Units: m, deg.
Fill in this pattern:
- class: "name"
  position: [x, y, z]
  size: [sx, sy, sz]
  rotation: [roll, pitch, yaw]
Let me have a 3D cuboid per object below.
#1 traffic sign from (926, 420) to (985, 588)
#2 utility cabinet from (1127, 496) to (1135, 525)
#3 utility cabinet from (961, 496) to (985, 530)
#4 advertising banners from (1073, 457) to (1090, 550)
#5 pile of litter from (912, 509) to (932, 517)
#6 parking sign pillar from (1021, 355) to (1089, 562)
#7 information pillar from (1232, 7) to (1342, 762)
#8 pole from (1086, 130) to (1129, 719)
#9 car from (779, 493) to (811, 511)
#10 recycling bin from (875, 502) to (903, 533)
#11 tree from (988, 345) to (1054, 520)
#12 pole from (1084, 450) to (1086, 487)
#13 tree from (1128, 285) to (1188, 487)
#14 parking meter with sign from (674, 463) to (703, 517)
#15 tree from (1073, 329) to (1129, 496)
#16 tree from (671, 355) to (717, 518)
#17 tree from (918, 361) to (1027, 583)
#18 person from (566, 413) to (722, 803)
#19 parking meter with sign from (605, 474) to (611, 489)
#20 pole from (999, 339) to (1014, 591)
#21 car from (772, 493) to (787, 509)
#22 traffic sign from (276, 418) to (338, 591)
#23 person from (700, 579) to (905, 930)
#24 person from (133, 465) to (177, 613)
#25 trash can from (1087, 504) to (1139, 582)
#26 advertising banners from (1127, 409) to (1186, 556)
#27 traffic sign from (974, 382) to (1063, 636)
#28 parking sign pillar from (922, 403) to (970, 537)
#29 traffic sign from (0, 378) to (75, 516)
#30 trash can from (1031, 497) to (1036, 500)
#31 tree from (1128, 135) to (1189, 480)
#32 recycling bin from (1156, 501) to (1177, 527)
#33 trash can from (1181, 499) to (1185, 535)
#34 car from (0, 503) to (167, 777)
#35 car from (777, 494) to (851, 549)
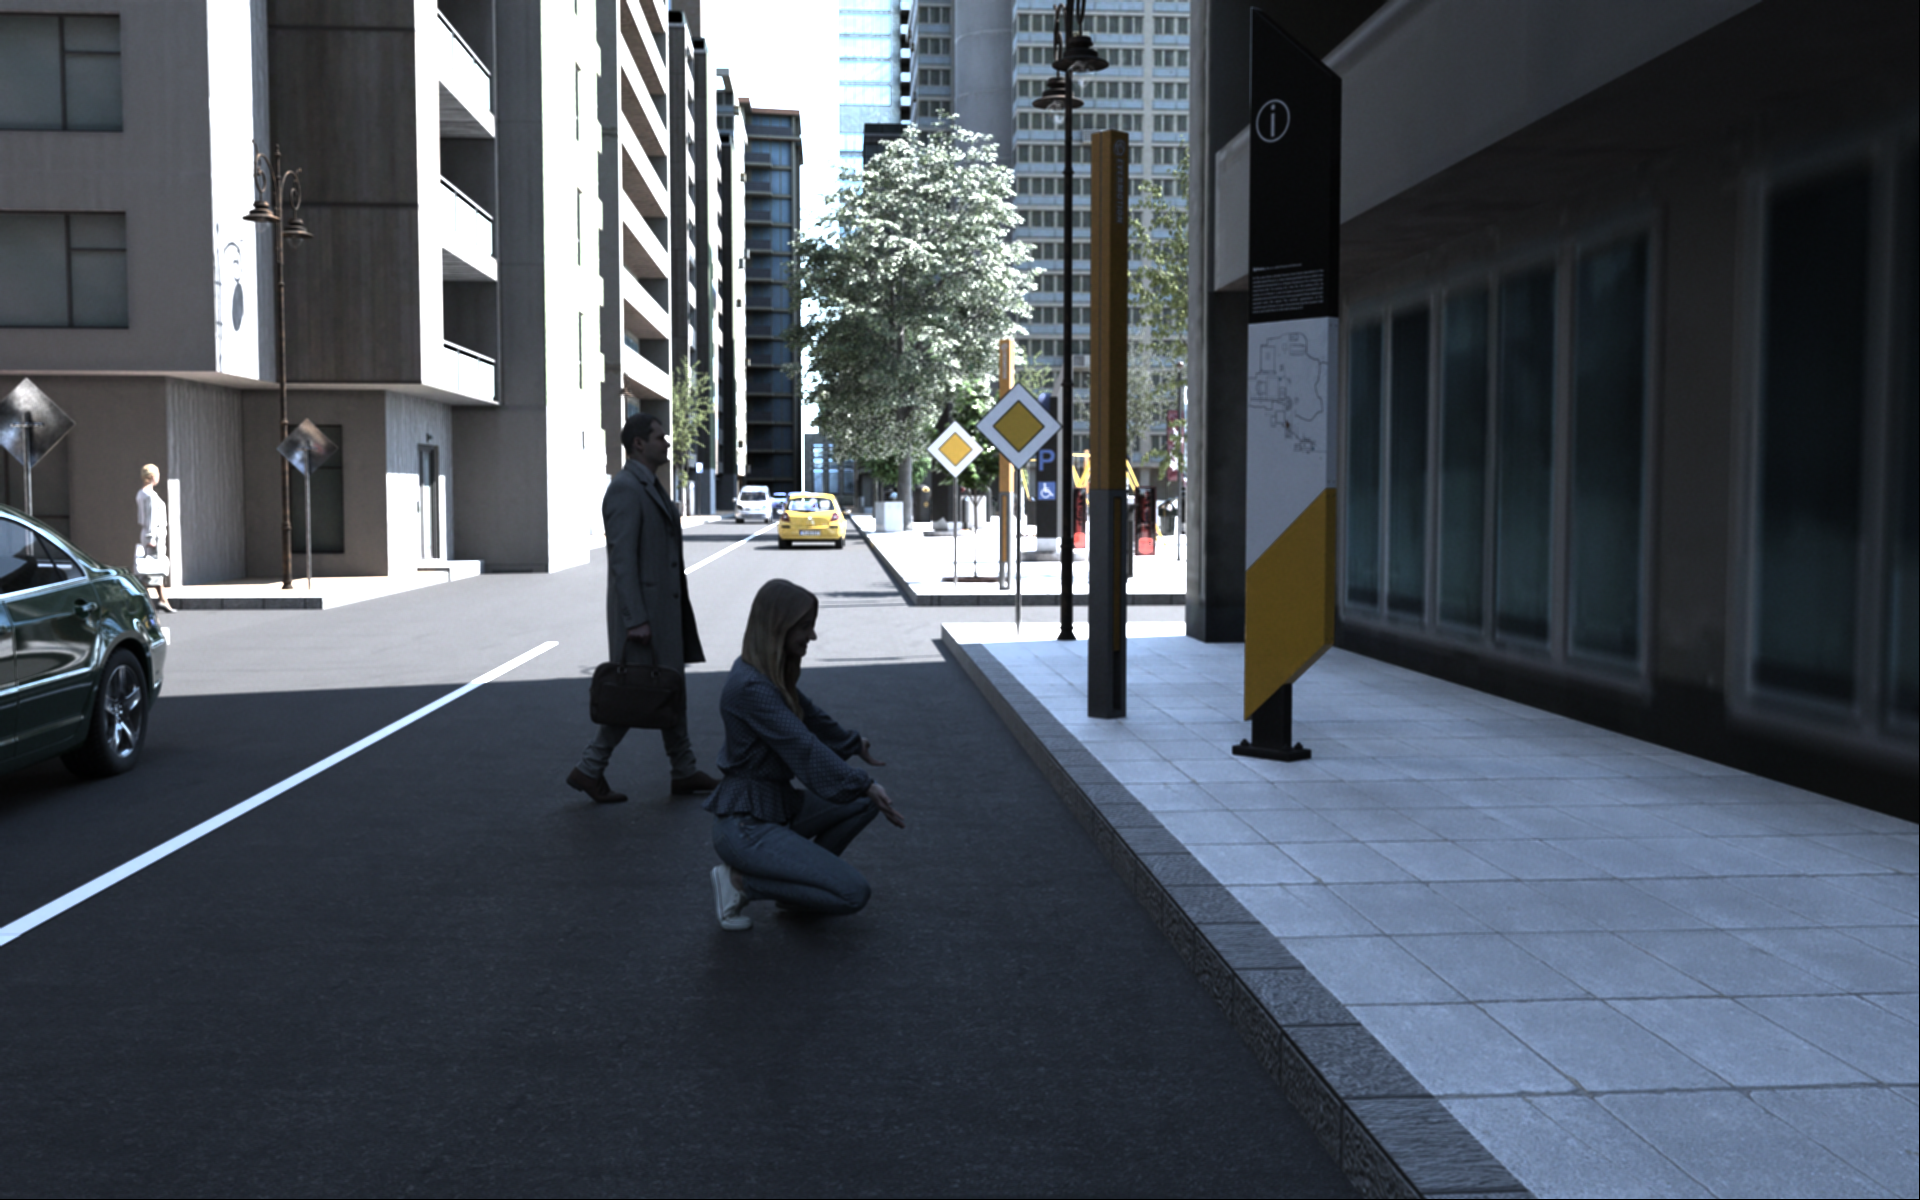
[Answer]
- class: "traffic sign"
  position: [-0.065, -1.218, 23.553]
  size: [0.795, 2.450, 0.064]
  rotation: [0, 4, -4]
- class: "utility cabinet"
  position: [4.352, -2.149, 46.296]
  size: [1.020, 1.237, 0.306]
  rotation: [-2, 4, -24]
- class: "utility cabinet"
  position: [0.392, -3.118, 62.144]
  size: [1.020, 1.237, 0.306]
  rotation: [0, 4, 7]
- class: "advertising banners"
  position: [2.723, -2.683, 40.055]
  size: [2.074, 3.025, 0.090]
  rotation: [-3, 5, -40]
- class: "pile of litter"
  position: [-1.845, -5.166, 98.429]
  size: [1.719, 0.858, 1.176]
  rotation: [3, 4, 36]
- class: "parking sign pillar"
  position: [1.810, -2.727, 33.064]
  size: [1.447, 3.967, 1.447]
  rotation: [1, 4, 17]
- class: "information pillar"
  position: [1.578, -1.036, 8.297]
  size: [0.183, 3.616, 0.504]
  rotation: [-3, 5, -42]
- class: "pole"
  position: [0.846, -0.980, 9.872]
  size: [0.158, 3.312, 0.155]
  rotation: [0, 3, 0]
- class: "car"
  position: [-7.652, -4.470, 82.668]
  size: [1.945, 1.707, 3.694]
  rotation: [0, 4, -6]
- class: "recycling bin"
  position: [-2.376, -2.770, 57.840]
  size: [0.722, 1.027, 0.722]
  rotation: [-2, 4, -30]
- class: "tree"
  position: [2.838, -8.219, 84.737]
  size: [4.737, 8.622, 4.395]
  rotation: [0, 3, 0]
- class: "pole"
  position: [5.815, -5.260, 79.844]
  size: [0.158, 3.312, 0.155]
  rotation: [0, 3, 0]
- class: "tree"
  position: [8.275, -6.608, 58.396]
  size: [4.360, 8.622, 3.978]
  rotation: [0, 3, 0]
- class: "parking meter with sign"
  position: [-15.310, -6.183, 97.360]
  size: [1.738, 3.016, 0.543]
  rotation: [2, 4, 32]
- class: "tree"
  position: [6.923, -7.487, 72.771]
  size: [4.360, 8.622, 3.978]
  rotation: [0, 3, 0]
- class: "tree"
  position: [-14.751, -8.597, 90.926]
  size: [4.737, 8.622, 4.395]
  rotation: [0, 3, 0]
- class: "tree"
  position: [0.117, -1.886, 25.437]
  size: [1.663, 3.219, 1.824]
  rotation: [0, 3, 0]
- class: "person"
  position: [-1.452, 0.029, 8.131]
  size: [0.767, 1.812, 0.694]
  rotation: [0, 4, -1]
- class: "parking meter with sign"
  position: [-13.192, -4.137, 63.907]
  size: [0.543, 3.016, 1.738]
  rotation: [1, 4, 19]
- class: "pole"
  position: [0.615, -1.783, 22.996]
  size: [0.158, 3.312, 0.155]
  rotation: [0, 3, 0]
- class: "car"
  position: [-16.820, -9.296, 161.581]
  size: [1.945, 1.707, 3.694]
  rotation: [0, 4, -4]
- class: "traffic sign"
  position: [-8.638, -1.180, 22.942]
  size: [0.795, 2.450, 0.064]
  rotation: [0, 4, -4]
- class: "person"
  position: [-0.478, 0.497, 5.880]
  size: [0.738, 1.151, 1.012]
  rotation: [0, 4, 7]
- class: "person"
  position: [-9.698, -0.723, 20.672]
  size: [0.624, 1.780, 0.694]
  rotation: [-2, 4, -29]
- class: "trash can"
  position: [2.227, -0.829, 25.206]
  size: [0.748, 1.137, 0.748]
  rotation: [0, 3, 0]
- class: "advertising banners"
  position: [3.795, -2.416, 35.684]
  size: [2.074, 3.025, 0.090]
  rotation: [-1, 4, -20]
- class: "traffic sign"
  position: [0.523, -0.731, 15.589]
  size: [0.795, 2.450, 0.064]
  rotation: [0, 4, -4]
- class: "parking sign pillar"
  position: [-0.414, -3.870, 51.749]
  size: [1.447, 3.967, 1.447]
  rotation: [-1, 4, -23]
- class: "traffic sign"
  position: [-8.050, -0.693, 14.979]
  size: [0.795, 2.450, 0.064]
  rotation: [0, 4, -4]
- class: "trash can"
  position: [4.131, -5.256, 97.589]
  size: [0.748, 1.137, 0.748]
  rotation: [0, 3, 0]
- class: "tree"
  position: [4.521, -4.764, 28.247]
  size: [4.737, 8.622, 4.395]
  rotation: [0, 3, 0]
- class: "recycling bin"
  position: [7.868, -3.303, 66.558]
  size: [0.722, 1.027, 0.722]
  rotation: [2, 4, 30]
- class: "trash can"
  position: [7.204, -2.630, 54.648]
  size: [0.748, 1.137, 0.748]
  rotation: [0, 3, 0]
- class: "car"
  position: [-5.084, 0.265, 7.459]
  size: [2.131, 1.459, 4.920]
  rotation: [0, 4, -4]
- class: "car"
  position: [-3.951, -2.222, 46.549]
  size: [2.015, 1.641, 3.980]
  rotation: [0, 4, -3]
